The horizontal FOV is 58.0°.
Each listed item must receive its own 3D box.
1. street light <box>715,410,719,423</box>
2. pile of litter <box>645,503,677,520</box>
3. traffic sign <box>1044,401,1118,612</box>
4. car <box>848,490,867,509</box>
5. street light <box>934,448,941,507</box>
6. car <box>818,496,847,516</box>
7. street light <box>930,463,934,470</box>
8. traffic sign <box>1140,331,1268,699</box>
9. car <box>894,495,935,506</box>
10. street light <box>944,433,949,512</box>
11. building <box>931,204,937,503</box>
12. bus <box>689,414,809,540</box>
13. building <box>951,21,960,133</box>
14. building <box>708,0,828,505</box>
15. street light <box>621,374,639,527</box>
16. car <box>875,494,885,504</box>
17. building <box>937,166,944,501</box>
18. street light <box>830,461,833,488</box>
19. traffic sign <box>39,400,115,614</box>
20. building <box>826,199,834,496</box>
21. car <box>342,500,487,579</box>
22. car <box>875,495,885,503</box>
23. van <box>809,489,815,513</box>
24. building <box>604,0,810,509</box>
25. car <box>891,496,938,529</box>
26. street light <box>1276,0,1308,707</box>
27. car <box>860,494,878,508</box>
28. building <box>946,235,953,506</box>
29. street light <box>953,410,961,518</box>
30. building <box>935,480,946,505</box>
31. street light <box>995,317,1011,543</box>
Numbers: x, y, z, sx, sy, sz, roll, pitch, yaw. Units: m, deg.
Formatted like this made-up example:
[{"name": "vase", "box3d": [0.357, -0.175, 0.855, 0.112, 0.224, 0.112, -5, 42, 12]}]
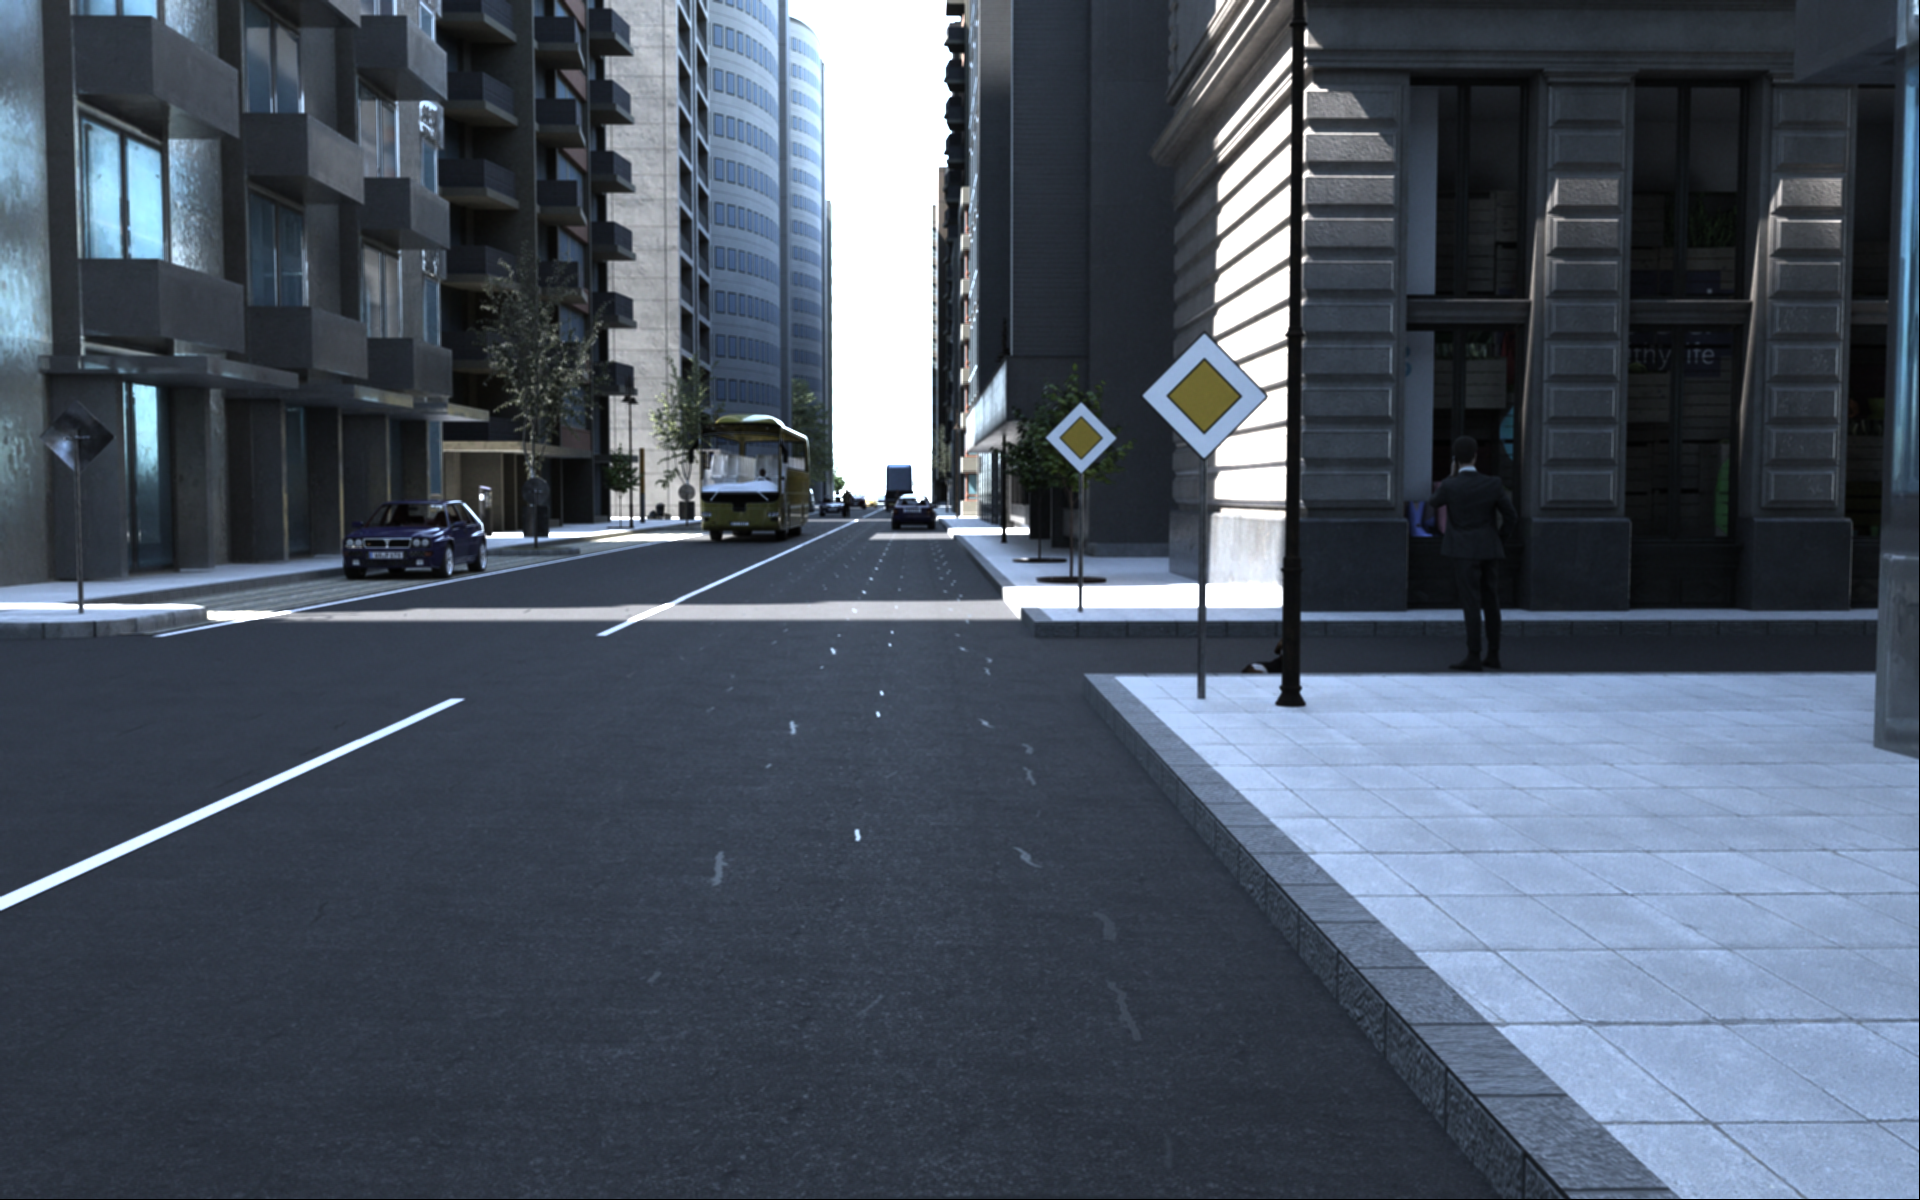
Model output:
[{"name": "street light", "box3d": [-13.395, -7.507, 95.529, 0.468, 5.910, 1.993, 0, 4, -1]}, {"name": "pile of litter", "box3d": [-15.020, -4.478, 87.181, 1.719, 0.858, 1.176, 0, 4, -3]}, {"name": "traffic sign", "box3d": [1.308, -0.926, 18.788, 0.795, 2.450, 0.064, 0, 4, -1]}, {"name": "car", "box3d": [-10.069, -9.678, 166.912, 2.281, 1.827, 5.304, 0, 4, -2]}, {"name": "street light", "box3d": [-2.080, -12.060, 169.967, 0.468, 5.910, 1.993, 0, 4, -1]}, {"name": "car", "box3d": [-8.229, -6.125, 112.728, 1.945, 1.354, 3.894, 0, 4, -2]}, {"name": "street light", "box3d": [-2.990, -14.120, 203.647, 0.468, 5.910, 1.993, 0, 4, -1]}, {"name": "traffic sign", "box3d": [1.512, -0.438, 10.805, 0.795, 2.450, 0.064, 0, 4, -1]}, {"name": "car", "box3d": [-2.181, -4.363, 83.331, 2.014, 1.417, 4.499, 0, 4, -1]}, {"name": "street light", "box3d": [-0.907, -9.095, 121.487, 0.468, 5.910, 1.993, 0, 4, -1]}, {"name": "building", "box3d": [2.916, -34.400, 246.028, 14.154, 41.232, 14.086, 0, 4, -1]}, {"name": "bus", "box3d": [-6.628, -4.001, 56.963, 2.896, 3.916, 12.252, 0, 4, -1]}, {"name": "building", "box3d": [6.191, -31.344, 162.581, 14.600, 45.320, 14.200, 0, 4, -1]}, {"name": "building", "box3d": [-27.509, -40.958, 211.660, 21.231, 58.520, 28.212, 0, 4, -1]}, {"name": "street light", "box3d": [-12.746, -5.763, 67.006, 0.468, 5.910, 1.993, 0, 4, -1]}, {"name": "car", "box3d": [-11.486, -14.428, 247.689, 2.131, 1.459, 4.920, 0, 4, -2]}, {"name": "building", "box3d": [3.879, -35.513, 230.749, 14.600, 45.320, 14.200, 0, 4, -1]}, {"name": "street light", "box3d": [-16.834, -15.572, 227.387, 0.468, 5.910, 1.993, 0, 4, -1]}, {"name": "traffic sign", "box3d": [-9.434, -0.911, 18.534, 0.795, 2.450, 0.064, 0, 4, -1]}, {"name": "building", "box3d": [-24.396, -33.627, 233.399, 14.154, 41.232, 14.086, 0, 4, -1]}, {"name": "car", "box3d": [-9.517, -1.088, 30.370, 1.945, 1.354, 3.894, 0, 4, -3]}, {"name": "car", "box3d": [-10.843, -13.703, 236.407, 2.083, 1.381, 4.827, 0, 4, -3]}, {"name": "van", "box3d": [-12.173, -7.761, 133.898, 2.013, 2.044, 4.112, 0, 4, -2]}, {"name": "building", "box3d": [-26.865, -45.755, 186.342, 20.563, 71.187, 20.611, 0, 4, -1]}, {"name": "car", "box3d": [-1.911, -3.620, 71.775, 1.945, 1.354, 3.894, 0, 4, 0]}, {"name": "street light", "box3d": [2.010, -2.297, 10.350, 0.468, 5.910, 1.993, 0, 4, -1]}, {"name": "car", "box3d": [-9.492, -10.395, 180.184, 2.015, 1.641, 3.980, 0, 3, 0]}, {"name": "building", "box3d": [5.474, -25.736, 192.488, 14.160, 30.474, 14.107, 0, 4, -1]}, {"name": "street light", "box3d": [-0.149, -7.385, 93.534, 0.468, 5.910, 1.993, 0, 4, -1]}, {"name": "building", "box3d": [12.930, -31.801, 211.819, 32.217, 40.220, 23.993, 0, 4, -1]}, {"name": "street light", "box3d": [1.160, -4.443, 45.436, 0.468, 5.910, 1.993, 0, 4, -1]}]
